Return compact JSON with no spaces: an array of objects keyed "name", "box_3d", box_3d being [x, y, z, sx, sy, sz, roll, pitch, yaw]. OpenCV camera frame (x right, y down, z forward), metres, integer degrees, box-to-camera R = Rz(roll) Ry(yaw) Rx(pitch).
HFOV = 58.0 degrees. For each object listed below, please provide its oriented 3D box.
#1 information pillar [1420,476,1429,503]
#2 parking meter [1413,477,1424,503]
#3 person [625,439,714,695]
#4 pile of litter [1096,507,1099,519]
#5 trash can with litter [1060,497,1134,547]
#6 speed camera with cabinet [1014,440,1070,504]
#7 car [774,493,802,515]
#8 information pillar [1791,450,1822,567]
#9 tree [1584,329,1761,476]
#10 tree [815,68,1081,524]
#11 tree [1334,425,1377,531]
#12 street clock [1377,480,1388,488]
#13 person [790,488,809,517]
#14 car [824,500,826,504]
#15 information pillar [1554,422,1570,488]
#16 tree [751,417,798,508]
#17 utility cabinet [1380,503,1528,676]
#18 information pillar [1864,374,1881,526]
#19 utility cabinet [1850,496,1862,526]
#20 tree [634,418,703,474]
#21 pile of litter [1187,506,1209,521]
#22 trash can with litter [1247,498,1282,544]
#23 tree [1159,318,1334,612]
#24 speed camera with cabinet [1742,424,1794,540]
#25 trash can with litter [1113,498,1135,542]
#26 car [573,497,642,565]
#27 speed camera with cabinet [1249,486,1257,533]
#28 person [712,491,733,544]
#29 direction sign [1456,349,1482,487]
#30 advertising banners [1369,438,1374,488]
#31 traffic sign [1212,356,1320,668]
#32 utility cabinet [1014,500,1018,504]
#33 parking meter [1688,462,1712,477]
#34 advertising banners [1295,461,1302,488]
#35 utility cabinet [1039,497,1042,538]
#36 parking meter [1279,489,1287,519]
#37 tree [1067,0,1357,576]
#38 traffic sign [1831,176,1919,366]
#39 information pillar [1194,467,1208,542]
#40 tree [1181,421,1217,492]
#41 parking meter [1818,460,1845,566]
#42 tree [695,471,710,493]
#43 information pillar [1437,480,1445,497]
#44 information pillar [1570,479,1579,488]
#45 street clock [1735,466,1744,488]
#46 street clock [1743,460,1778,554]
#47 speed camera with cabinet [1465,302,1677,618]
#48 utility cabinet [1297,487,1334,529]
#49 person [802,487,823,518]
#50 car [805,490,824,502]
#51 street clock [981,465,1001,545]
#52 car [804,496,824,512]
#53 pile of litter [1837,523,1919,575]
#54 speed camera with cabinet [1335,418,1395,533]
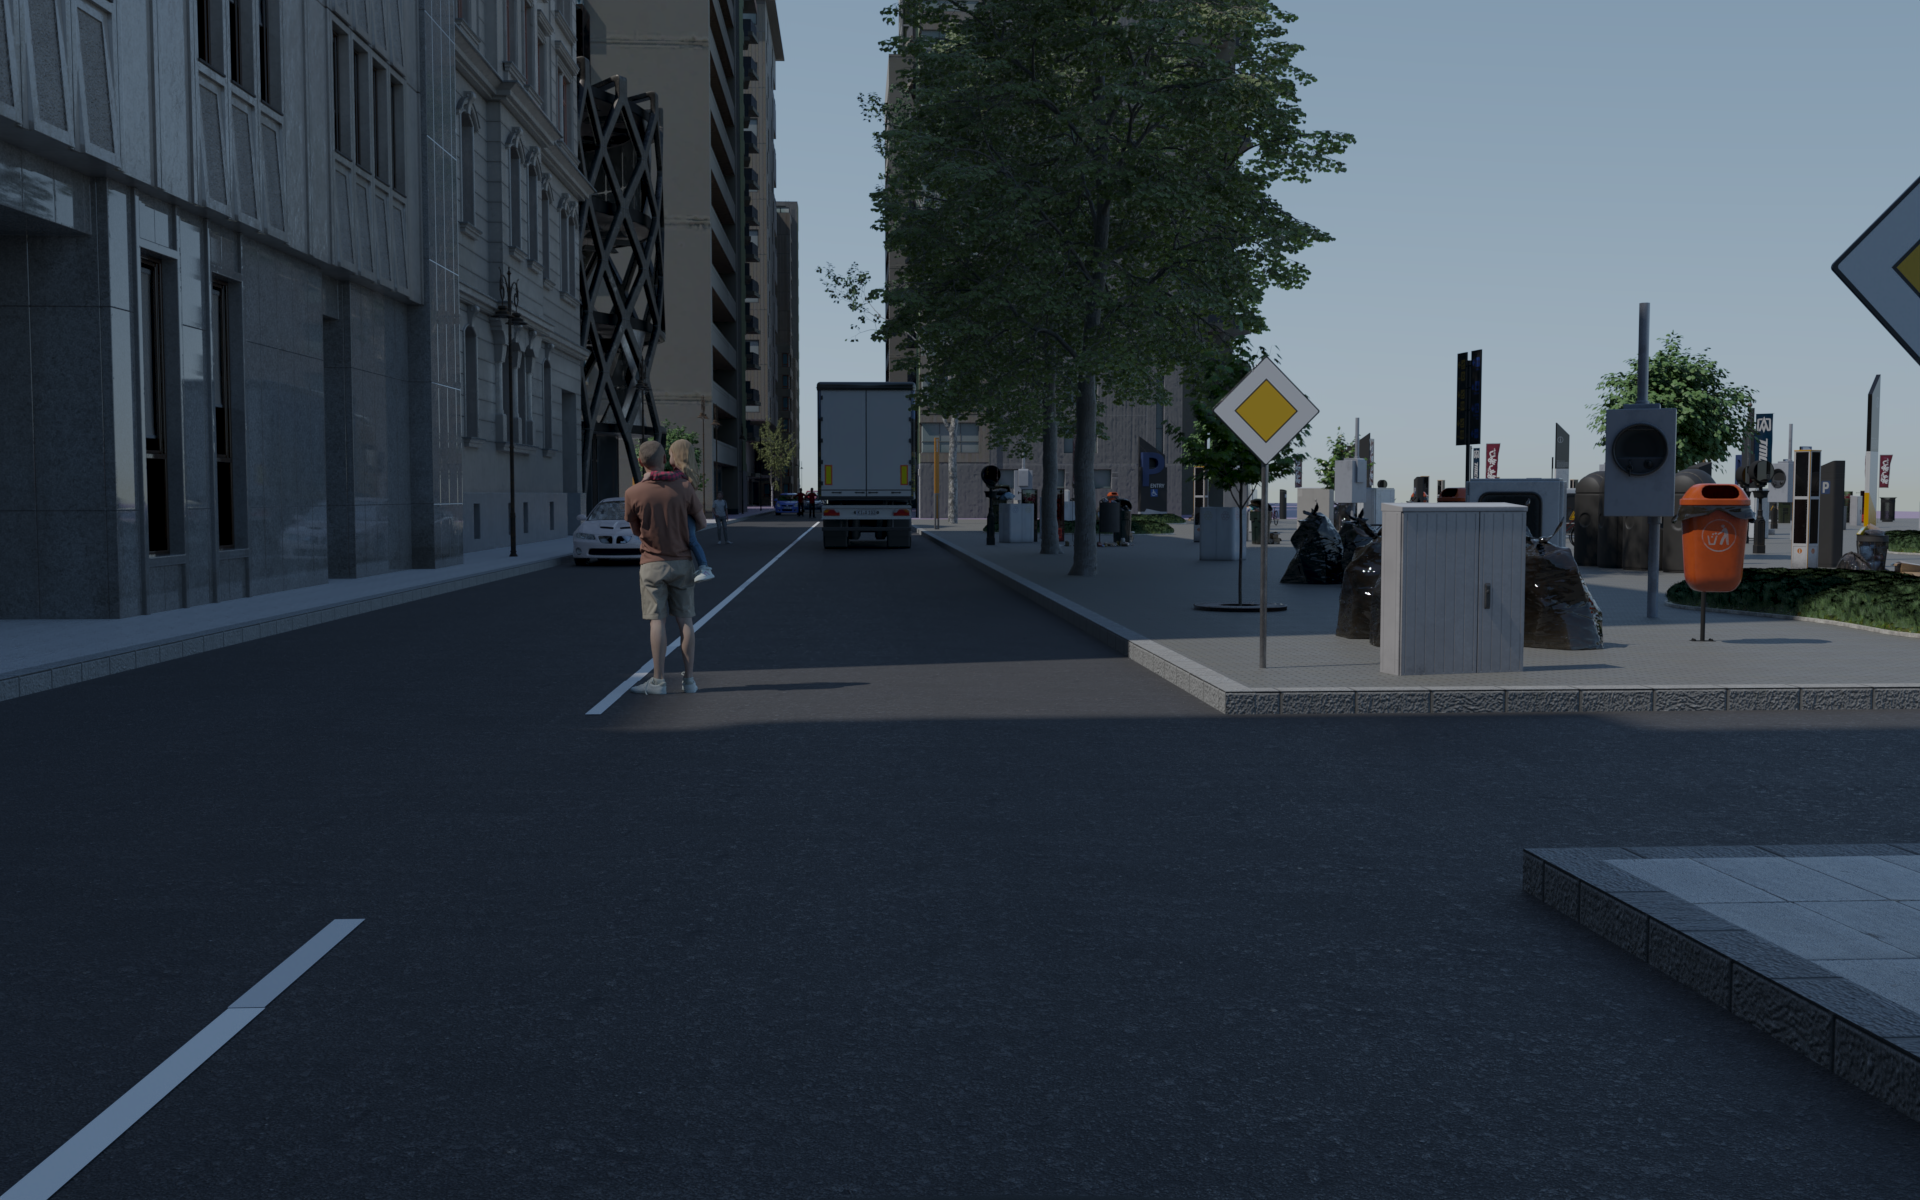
[{"name":"information pillar","box_3d":[18.796,-4.011,70.068,0.304,2.012,0.304,0,4,2]},{"name":"parking meter","box_3d":[15.296,-3.186,57.795,0.255,1.863,0.399,0,4,-1]},{"name":"person","box_3d":[-2.080,-0.248,12.523,0.573,1.828,0.580,2,4,26]},{"name":"pile of litter","box_3d":[5.863,-3.450,70.367,1.719,0.858,1.176,0,4,8]},{"name":"trash can with litter","box_3d":[3.276,-1.927,42.561,2.233,1.210,1.678,0,4,-4]},{"name":"speed camera with cabinet","box_3d":[3.029,-4.270,64.157,2.038,3.252,0.660,0,4,0]},{"name":"car","box_3d":[-11.661,-6.629,117.970,1.945,1.707,3.694,0,4,-2]},{"name":"information pillar","box_3d":[14.096,-1.490,28.853,0.304,2.012,0.304,-2,4,-31]},{"name":"tree","box_3d":[14.042,-3.106,34.502,4.285,4.588,4.351,0,3,0]},{"name":"tree","box_3d":[0.130,-13.453,75.846,12.611,20.169,13.585,0,3,0]},{"name":"tree","box_3d":[10.682,-3.321,48.894,1.663,3.219,1.824,0,3,0]},{"name":"street clock","box_3d":[21.197,-5.040,86.972,0.471,2.002,0.358,-1,4,-18]},{"name":"person","box_3d":[-10.096,-6.201,109.820,1.348,1.831,0.705,0,4,3]},{"name":"car","box_3d":[-15.031,-10.466,183.127,2.014,1.417,4.499,0,4,-4]},{"name":"information pillar","box_3d":[19.712,-4.002,56.780,0.504,3.616,0.183,-1,4,-11]},{"name":"tree","box_3d":[-17.519,-13.039,163.557,4.737,8.622,4.395,0,3,0]},{"name":"utility cabinet","box_3d":[3.551,-0.079,12.458,1.020,1.237,0.306,-1,4,-16]},{"name":"information pillar","box_3d":[17.777,-2.594,33.760,0.183,3.616,0.504,3,5,44]},{"name":"utility cabinet","box_3d":[36.734,-3.659,70.992,0.306,1.237,1.020,3,4,36]},{"name":"tree","box_3d":[-12.598,-5.578,74.913,4.285,4.588,4.351,0,3,0]},{"name":"pile of litter","box_3d":[11.719,-4.230,83.125,1.719,0.858,1.176,1,4,23]},{"name":"trash can with litter","box_3d":[7.781,-2.017,44.357,0.624,1.170,1.055,3,5,39]},{"name":"tree","box_3d":[2.989,-1.501,19.145,1.663,3.219,1.824,0,3,0]},{"name":"speed camera with cabinet","box_3d":[22.893,-3.361,49.294,0.660,3.252,2.038,-2,4,-24]},{"name":"trash can with litter","box_3d":[4.289,-2.115,45.975,0.624,1.170,1.055,1,4,15]},{"name":"car","box_3d":[-6.917,-1.472,36.421,2.083,1.381,4.827,0,4,-3]},{"name":"speed camera with cabinet","box_3d":[9.443,-3.867,57.556,0.660,3.252,2.038,1,4,19]},{"name":"person","box_3d":[-6.824,-2.360,49.687,0.523,1.515,0.503,3,4,38]},{"name":"direction sign","box_3d":[8.079,-2.175,27.560,0.379,3.537,0.876,0,4,-8]},{"name":"advertising banners","box_3d":[13.350,-3.618,55.344,0.090,3.025,2.074,2,4,29]},{"name":"traffic sign","box_3d":[2.230,-0.554,12.707,0.795,2.450,0.064,0,4,-4]},{"name":"utility cabinet","box_3d":[2.970,-4.547,83.018,0.318,1.500,1.173,2,4,28]},{"name":"parking meter","box_3d":[13.446,-1.580,31.543,0.399,1.863,0.255,-2,4,-25]},{"name":"advertising banners","box_3d":[15.536,-4.922,76.661,2.074,3.025,0.090,-2,4,-28]},{"name":"utility cabinet","box_3d":[2.650,-2.405,50.486,0.306,1.237,1.020,2,4,27]},{"name":"parking meter","box_3d":[16.530,-4.905,88.608,0.372,1.533,0.369,0,3,0]},{"name":"tree","box_3d":[2.385,-6.667,27.126,7.486,12.596,7.792,0,3,0]},{"name":"traffic sign","box_3d":[2.729,-0.067,4.737,0.795,2.450,0.064,0,4,-4]},{"name":"information pillar","box_3d":[6.402,-2.540,46.014,0.304,2.012,0.304,2,4,28]},{"name":"tree","box_3d":[9.660,-4.823,62.574,4.285,4.588,4.351,0,3,0]},{"name":"parking meter","box_3d":[15.192,-1.499,30.217,0.255,1.863,0.399,-1,4,-11]},{"name":"tree","box_3d":[-13.227,-5.585,85.913,1.663,3.219,1.824,0,3,0]},{"name":"information pillar","box_3d":[24.905,-5.212,89.701,0.304,2.012,0.304,-3,5,-44]},{"name":"information pillar","box_3d":[30.588,-5.005,86.322,0.304,2.012,0.304,-1,4,-15]},{"name":"street clock","box_3d":[20.282,-2.459,44.775,0.471,2.002,0.358,-1,4,-22]},{"name":"street clock","box_3d":[17.234,-2.002,37.298,0.471,2.002,0.358,0,4,-3]},{"name":"speed camera with cabinet","box_3d":[6.369,-1.453,18.088,2.038,3.252,0.660,1,4,23]},{"name":"utility cabinet","box_3d":[11.385,-2.865,55.522,1.173,1.500,0.318,3,5,42]},{"name":"person","box_3d":[-8.869,-5.842,103.947,1.348,1.831,0.705,-1,4,-19]},{"name":"car","box_3d":[-14.636,-10.067,173.272,2.281,1.827,5.304,0,4,-5]},{"name":"street clock","box_3d":[0.773,-2.383,43.526,0.471,2.002,0.358,-1,4,-11]},{"name":"car","box_3d":[-11.701,-7.672,137.437,2.014,1.417,4.499,0,4,-6]},{"name":"pile of litter","box_3d":[13.365,-0.669,24.902,1.719,0.858,1.176,-1,4,-12]},{"name":"speed camera with cabinet","box_3d":[10.634,-3.127,45.456,2.038,3.252,0.660,-3,5,-44]}]
